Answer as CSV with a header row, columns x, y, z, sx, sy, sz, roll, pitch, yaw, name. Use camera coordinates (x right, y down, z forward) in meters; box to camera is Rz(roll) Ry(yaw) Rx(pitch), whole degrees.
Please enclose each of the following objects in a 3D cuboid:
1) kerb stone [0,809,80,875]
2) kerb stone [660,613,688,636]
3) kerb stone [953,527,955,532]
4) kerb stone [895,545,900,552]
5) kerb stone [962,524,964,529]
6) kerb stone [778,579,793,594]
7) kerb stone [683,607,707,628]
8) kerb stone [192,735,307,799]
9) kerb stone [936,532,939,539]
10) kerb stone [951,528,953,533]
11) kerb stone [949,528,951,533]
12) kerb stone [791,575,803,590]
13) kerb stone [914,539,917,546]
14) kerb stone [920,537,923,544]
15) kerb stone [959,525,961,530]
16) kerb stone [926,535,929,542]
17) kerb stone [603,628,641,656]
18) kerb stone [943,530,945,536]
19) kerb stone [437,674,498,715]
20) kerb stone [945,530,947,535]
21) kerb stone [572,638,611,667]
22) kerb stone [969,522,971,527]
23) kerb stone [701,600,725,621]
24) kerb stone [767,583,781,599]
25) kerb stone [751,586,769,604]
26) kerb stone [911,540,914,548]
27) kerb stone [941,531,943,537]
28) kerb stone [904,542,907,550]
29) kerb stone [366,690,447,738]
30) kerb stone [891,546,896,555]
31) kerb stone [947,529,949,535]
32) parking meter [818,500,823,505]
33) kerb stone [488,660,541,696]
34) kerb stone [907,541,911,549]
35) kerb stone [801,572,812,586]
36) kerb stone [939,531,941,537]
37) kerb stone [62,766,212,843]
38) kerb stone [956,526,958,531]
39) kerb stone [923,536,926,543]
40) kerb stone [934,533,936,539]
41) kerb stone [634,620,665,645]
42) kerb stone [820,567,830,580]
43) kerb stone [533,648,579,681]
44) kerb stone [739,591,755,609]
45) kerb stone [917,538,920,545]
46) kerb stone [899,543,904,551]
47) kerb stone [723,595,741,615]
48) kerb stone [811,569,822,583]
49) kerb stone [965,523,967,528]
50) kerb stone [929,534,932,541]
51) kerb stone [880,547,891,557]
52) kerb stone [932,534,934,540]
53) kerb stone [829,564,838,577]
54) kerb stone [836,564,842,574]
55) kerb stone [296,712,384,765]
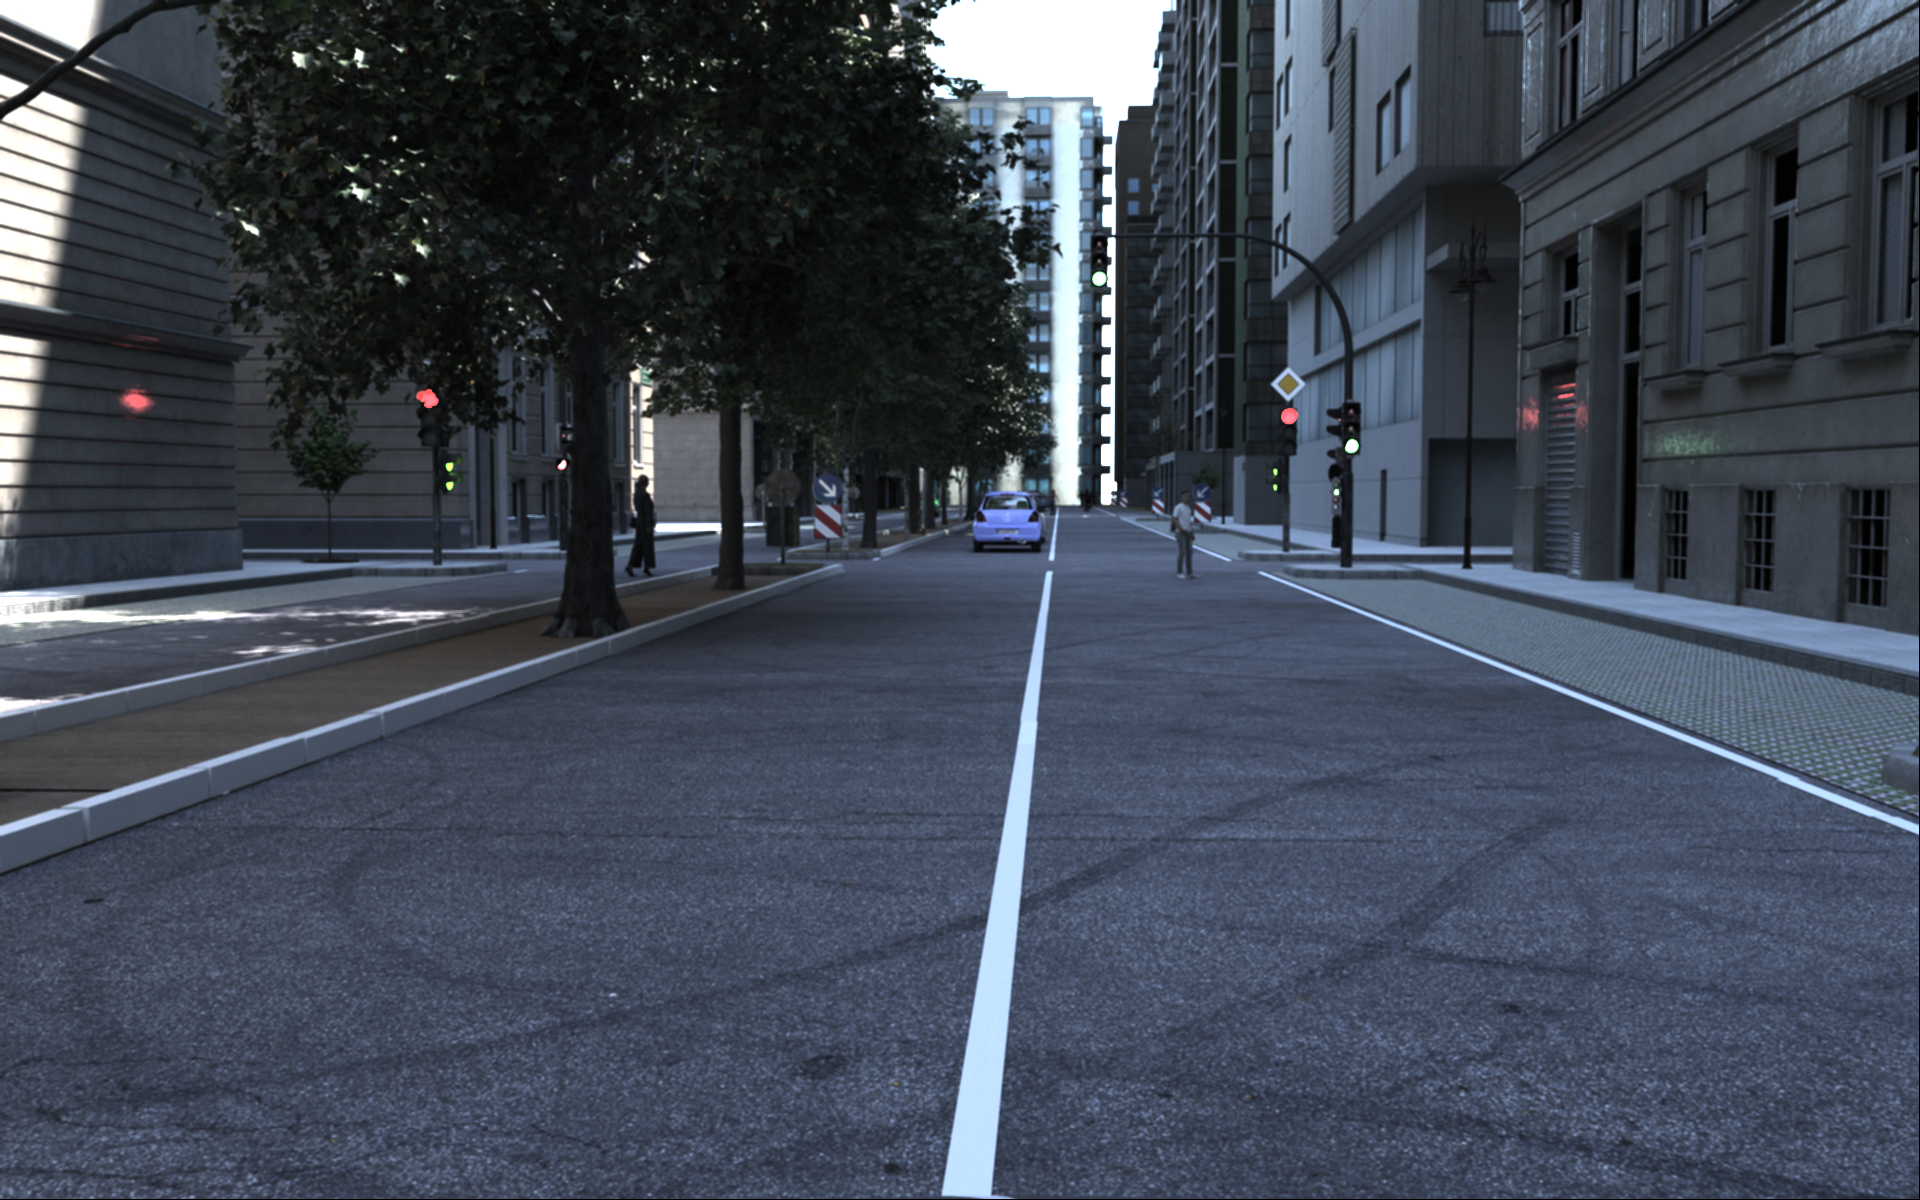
x,y,z,sx,sy,sz,roll,pitch,yaw,name
-3.665,0.959,6.572,0.120,0.150,1.000,0,4,3,kerb stone
-3.003,0.265,17.857,0.120,0.150,1.000,0,4,3,kerb stone
-0.382,-2.521,63.413,0.120,0.150,1.000,0,4,3,kerb stone
-1.626,-1.203,41.907,0.120,0.150,1.000,0,4,3,kerb stone
-0.025,-2.896,69.546,0.120,0.150,1.000,0,4,3,kerb stone
-2.590,-0.173,25.030,0.120,0.150,1.000,0,4,3,kerb stone
-2.950,0.207,18.883,0.120,0.150,1.000,0,4,3,kerb stone
-3.542,0.830,8.627,0.120,0.150,1.000,0,4,3,kerb stone
-0.854,-2.020,55.219,0.120,0.150,1.000,0,4,3,kerb stone
-0.450,-2.457,62.394,0.120,0.150,1.000,0,4,3,kerb stone
-0.499,-2.396,61.363,0.120,0.150,1.000,0,4,3,kerb stone
-2.533,-0.234,26.050,0.120,0.150,1.000,0,4,3,kerb stone
-1.341,-1.518,47.013,0.120,0.150,1.000,0,4,3,kerb stone
-1.211,-1.644,49.071,0.120,0.150,1.000,0,4,3,kerb stone
-0.149,-2.771,67.498,0.120,0.150,1.000,0,4,3,kerb stone
-1.094,-1.769,51.126,0.120,0.150,1.000,0,4,3,kerb stone
-3.119,0.394,15.805,0.120,0.150,1.000,0,4,3,kerb stone
-0.682,-2.208,58.292,0.120,0.150,1.000,0,4,3,kerb stone
-3.359,0.643,11.702,0.120,0.150,1.000,0,4,3,kerb stone
-0.619,-2.270,59.320,0.120,0.150,1.000,0,4,3,kerb stone
-3.186,0.460,14.779,0.120,0.150,1.000,0,4,3,kerb stone
0.266,-3.209,74.666,0.120,0.150,1.000,0,4,3,kerb stone
-2.891,0.140,19.903,0.120,0.150,1.000,0,4,3,kerb stone
-2.656,-0.105,23.999,0.120,0.150,1.000,0,4,3,kerb stone
-2.717,-0.048,22.973,0.120,0.150,1.000,0,4,3,kerb stone
-1.386,-1.455,45.992,0.120,0.150,1.000,0,4,3,kerb stone
-0.735,-2.145,57.271,0.120,0.150,1.000,0,4,3,kerb stone
-1.504,-1.330,43.948,0.120,0.150,1.000,0,4,3,kerb stone
-3.418,0.704,10.682,0.120,0.150,1.000,0,4,3,kerb stone
-1.682,-1.143,40.886,0.120,0.150,1.000,0,4,3,kerb stone
-0.554,-2.327,60.341,0.120,0.150,1.000,0,4,3,kerb stone
-9.101,-6.411,113.236,0.372,1.533,0.369,0,3,0,parking meter
-3.306,0.582,12.733,0.120,0.150,1.000,0,4,3,kerb stone
-1.450,-1.393,44.969,0.120,0.150,1.000,0,4,3,kerb stone
-2.480,-0.298,27.071,0.120,0.150,1.000,0,4,3,kerb stone
-0.793,-2.081,56.249,0.120,0.150,1.000,0,4,3,kerb stone
-3.603,0.894,7.607,0.120,0.150,1.000,0,4,3,kerb stone
-0.262,-2.646,65.456,0.120,0.150,1.000,0,4,3,kerb stone
-1.150,-1.707,50.103,0.120,0.150,1.000,0,4,3,kerb stone
-0.920,-1.957,54.199,0.120,0.150,1.000,0,4,3,kerb stone
-3.066,0.328,16.831,0.120,0.150,1.000,0,4,3,kerb stone
-2.359,-0.423,29.119,0.120,0.150,1.000,0,4,3,kerb stone
-3.247,0.522,13.753,0.120,0.150,1.000,0,4,3,kerb stone
-2.773,0.017,21.951,0.120,0.150,1.000,0,4,3,kerb stone
-1.272,-1.581,48.040,0.120,0.150,1.000,0,4,3,kerb stone
-1.566,-1.268,42.928,0.120,0.150,1.000,0,4,3,kerb stone
-2.828,0.079,20.931,0.120,0.150,1.000,0,4,3,kerb stone
-2.416,-0.361,28.099,0.120,0.150,1.000,0,4,3,kerb stone
0.088,-3.021,71.587,0.120,0.150,1.000,0,4,3,kerb stone
-1.030,-1.832,52.146,0.120,0.150,1.000,0,4,3,kerb stone
-1.748,-1.080,39.852,0.120,0.150,1.000,0,4,3,kerb stone
-0.978,-1.893,53.173,0.120,0.150,1.000,0,4,3,kerb stone
-2.297,-0.486,30.144,0.120,0.150,1.000,0,4,3,kerb stone
-2.238,-0.547,31.169,0.120,0.150,1.000,0,4,3,kerb stone
-3.481,0.774,9.651,0.120,0.150,1.000,0,4,3,kerb stone
